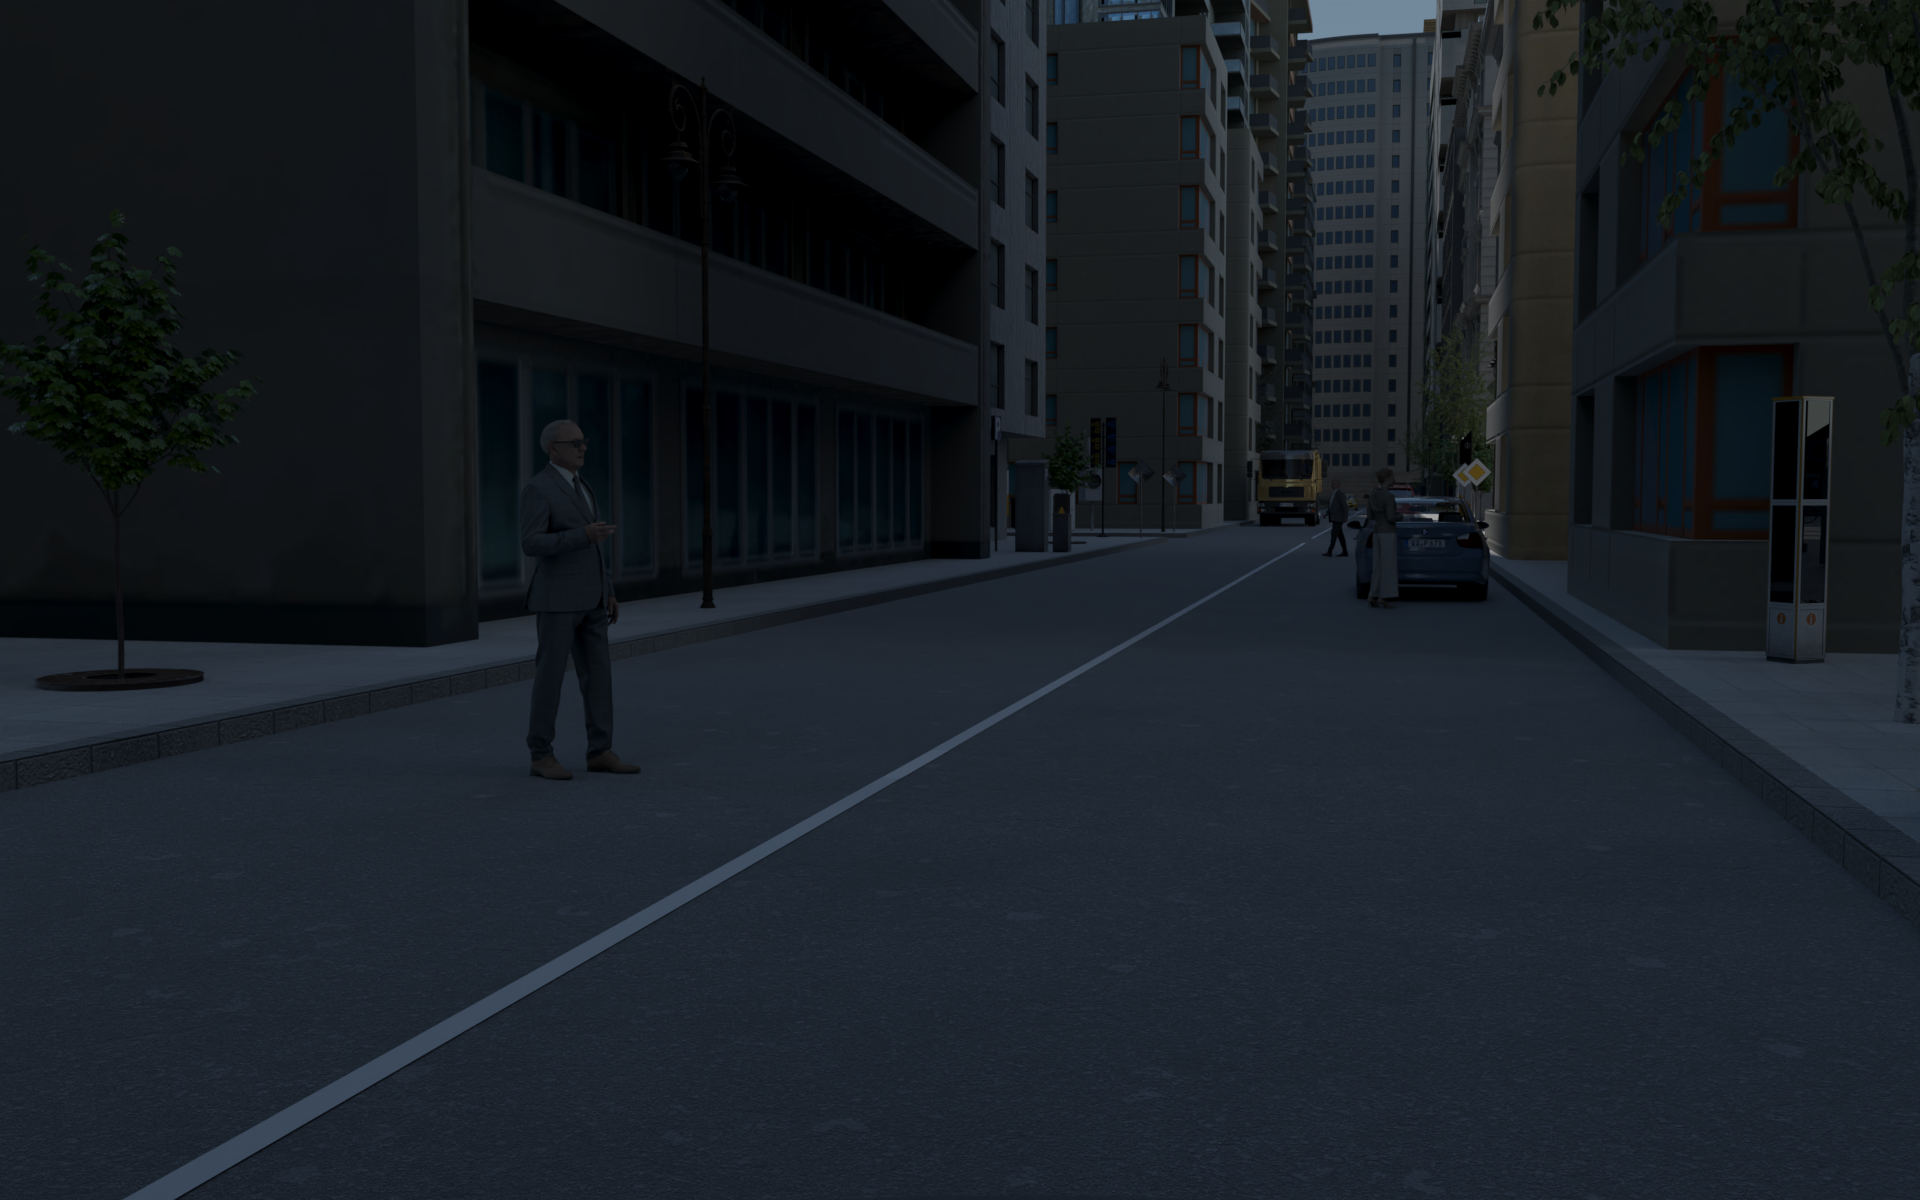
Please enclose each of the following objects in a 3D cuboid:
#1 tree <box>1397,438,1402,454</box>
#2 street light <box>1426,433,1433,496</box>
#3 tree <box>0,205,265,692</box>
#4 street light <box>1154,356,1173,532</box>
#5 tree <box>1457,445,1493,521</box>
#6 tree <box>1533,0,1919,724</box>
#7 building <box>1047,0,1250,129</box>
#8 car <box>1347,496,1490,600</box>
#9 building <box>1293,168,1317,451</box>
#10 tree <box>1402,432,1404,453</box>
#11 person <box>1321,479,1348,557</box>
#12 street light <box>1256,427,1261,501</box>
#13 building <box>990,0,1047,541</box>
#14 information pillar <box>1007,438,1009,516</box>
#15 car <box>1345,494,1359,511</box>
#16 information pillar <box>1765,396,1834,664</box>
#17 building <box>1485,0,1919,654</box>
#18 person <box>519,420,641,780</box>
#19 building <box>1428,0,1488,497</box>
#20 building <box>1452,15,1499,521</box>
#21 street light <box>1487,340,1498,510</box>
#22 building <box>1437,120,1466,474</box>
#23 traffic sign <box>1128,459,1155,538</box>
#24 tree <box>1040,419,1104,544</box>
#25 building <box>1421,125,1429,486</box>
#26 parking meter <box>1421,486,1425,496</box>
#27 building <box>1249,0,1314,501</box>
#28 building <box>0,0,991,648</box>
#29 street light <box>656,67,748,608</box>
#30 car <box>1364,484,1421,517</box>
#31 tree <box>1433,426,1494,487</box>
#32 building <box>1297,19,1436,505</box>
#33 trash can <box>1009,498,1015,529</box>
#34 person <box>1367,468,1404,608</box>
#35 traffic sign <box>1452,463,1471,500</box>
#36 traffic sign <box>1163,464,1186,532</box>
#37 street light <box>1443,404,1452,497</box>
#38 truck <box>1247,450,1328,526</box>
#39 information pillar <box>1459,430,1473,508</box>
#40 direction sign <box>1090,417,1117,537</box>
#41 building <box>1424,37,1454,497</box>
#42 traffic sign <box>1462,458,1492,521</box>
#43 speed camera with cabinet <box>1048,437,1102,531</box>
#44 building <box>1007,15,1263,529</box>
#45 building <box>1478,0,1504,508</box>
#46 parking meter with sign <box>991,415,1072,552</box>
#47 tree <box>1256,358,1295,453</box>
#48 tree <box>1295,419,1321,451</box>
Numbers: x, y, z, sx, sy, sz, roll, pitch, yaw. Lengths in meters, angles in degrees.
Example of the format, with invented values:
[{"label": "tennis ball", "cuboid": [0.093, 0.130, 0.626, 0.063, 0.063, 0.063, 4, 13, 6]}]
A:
[{"label": "tree", "cuboid": [35.872, -11.160, 132.833, 4.737, 8.622, 4.395, 0, 3, 0]}, {"label": "street light", "cuboid": [34.655, -9.486, 127.888, 0.468, 5.910, 1.993, 1, 4, 14]}, {"label": "tree", "cuboid": [-5.558, -1.045, 11.687, 1.663, 3.219, 1.824, 0, 3, 0]}, {"label": "street light", "cuboid": [6.862, -5.233, 58.344, 0.468, 5.910, 1.993, 1, 4, 14]}, {"label": "tree", "cuboid": [20.703, -4.525, 68.593, 1.663, 3.219, 1.824, 0, 3, 0]}, {"label": "tree", "cuboid": [5.108, -3.616, 9.482, 4.737, 8.622, 4.395, 0, 3, 0]}, {"label": "building", "cuboid": [9.039, -49.050, 114.644, 22.319, 86.520, 31.000, 1, 4, 14]}, {"label": "car", "cuboid": [6.564, -0.783, 24.804, 2.014, 1.417, 4.499, 1, 4, 13]}, {"label": "building", "cuboid": [27.155, -30.612, 192.393, 23.993, 40.220, 32.217, 1, 4, 14]}, {"label": "tree", "cuboid": [21.730, -7.604, 74.684, 4.737, 8.622, 4.395, 0, 3, 0]}, {"label": "person", "cuboid": [8.527, -1.871, 39.488, 0.834, 1.777, 0.661, -2, 4, -24]}, {"label": "street light", "cuboid": [17.141, -7.765, 99.738, 0.468, 5.910, 1.993, 1, 4, 14]}, {"label": "building", "cuboid": [-5.231, -16.794, 46.288, 14.107, 30.474, 14.160, 1, 4, 14]}, {"label": "information pillar", "cuboid": [1.498, -4.193, 59.906, 0.183, 3.616, 0.504, 3, 5, 39]}, {"label": "car", "cuboid": [33.887, -8.635, 151.403, 2.015, 1.641, 3.980, 1, 4, 15]}, {"label": "information pillar", "cuboid": [6.382, -0.531, 13.173, 0.304, 2.012, 0.304, -1, 4, -19]}, {"label": "building", "cuboid": [22.733, -10.963, 24.289, 27.650, 21.520, 28.899, 1, 4, 14]}, {"label": "person", "cuboid": [-1.902, -0.003, 8.731, 0.590, 1.801, 0.661, 1, 4, 21]}, {"label": "building", "cuboid": [55.135, -34.302, 150.077, 28.713, 52.752, 27.495, 1, 4, 14]}, {"label": "building", "cuboid": [33.579, -18.635, 92.064, 14.401, 28.519, 23.554, 1, 4, 14]}, {"label": "street light", "cuboid": [14.703, -4.572, 47.537, 0.468, 5.910, 1.993, 1, 4, 14]}, {"label": "building", "cuboid": [39.568, -19.667, 115.063, 14.314, 27.812, 24.014, 1, 4, 14]}, {"label": "traffic sign", "cuboid": [5.262, -2.856, 50.334, 0.795, 2.450, 0.064, 1, 4, 14]}, {"label": "tree", "cuboid": [2.901, -3.072, 44.832, 1.663, 3.219, 1.824, 0, 3, 0]}, {"label": "building", "cuboid": [58.999, -31.172, 193.264, 14.154, 41.232, 14.086, 1, 4, 14]}, {"label": "parking meter", "cuboid": [33.143, -7.234, 123.985, 0.255, 1.863, 0.399, 0, 4, 8]}, {"label": "building", "cuboid": [18.238, -30.117, 147.041, 22.147, 44.769, 28.867, 1, 4, 14]}, {"label": "building", "cuboid": [-12.261, -24.588, 25.715, 21.300, 48.544, 21.600, 1, 4, 14]}, {"label": "street light", "cuboid": [-2.840, -2.847, 19.334, 0.468, 5.910, 1.993, 1, 4, 14]}, {"label": "car", "cuboid": [17.567, -3.772, 70.353, 2.281, 1.827, 5.304, 1, 4, 12]}, {"label": "tree", "cuboid": [23.406, -5.854, 79.431, 4.285, 4.588, 4.351, 0, 3, 0]}, {"label": "building", "cuboid": [51.158, -41.506, 220.614, 28.212, 58.520, 21.231, 1, 4, 14]}, {"label": "trash can", "cuboid": [2.184, -3.199, 63.955, 0.748, 1.137, 0.748, 0, 3, 0]}, {"label": "person", "cuboid": [5.350, -0.773, 21.696, 0.362, 1.759, 0.519, -1, 4, -21]}, {"label": "traffic sign", "cuboid": [16.254, -3.191, 55.816, 0.795, 2.450, 0.064, 1, 4, 14]}, {"label": "traffic sign", "cuboid": [7.191, -3.330, 58.083, 0.795, 2.450, 0.064, 1, 4, 14]}, {"label": "street light", "cuboid": [24.261, -6.931, 86.107, 0.468, 5.910, 1.993, 1, 4, 14]}, {"label": "truck", "cuboid": [15.103, -5.091, 79.156, 3.469, 3.379, 9.791, 1, 4, 13]}, {"label": "information pillar", "cuboid": [18.631, -4.430, 63.791, 0.183, 3.616, 0.504, -3, 5, -40]}, {"label": "direction sign", "cuboid": [4.248, -3.634, 51.406, 0.876, 3.537, 0.379, 2, 4, 35]}, {"label": "building", "cuboid": [58.363, -33.707, 174.819, 21.300, 48.544, 21.600, 1, 4, 14]}, {"label": "traffic sign", "cuboid": [14.326, -2.717, 48.066, 0.795, 2.450, 0.064, 1, 4, 14]}, {"label": "speed camera with cabinet", "cuboid": [3.919, -4.019, 60.039, 2.038, 3.252, 0.660, -1, 4, -22]}, {"label": "building", "cuboid": [-1.083, -14.377, 80.108, 27.650, 21.520, 28.899, 1, 4, 14]}, {"label": "building", "cuboid": [28.546, -13.570, 58.027, 21.152, 22.565, 11.583, 1, 4, 14]}, {"label": "parking meter with sign", "cuboid": [1.596, -2.574, 38.343, 1.738, 3.016, 0.543, 1, 4, 17]}, {"label": "tree", "cuboid": [15.565, -8.770, 93.747, 4.360, 8.622, 3.978, 0, 3, 0]}, {"label": "tree", "cuboid": [32.379, -13.151, 165.378, 4.360, 8.622, 3.978, 0, 3, 0]}]
